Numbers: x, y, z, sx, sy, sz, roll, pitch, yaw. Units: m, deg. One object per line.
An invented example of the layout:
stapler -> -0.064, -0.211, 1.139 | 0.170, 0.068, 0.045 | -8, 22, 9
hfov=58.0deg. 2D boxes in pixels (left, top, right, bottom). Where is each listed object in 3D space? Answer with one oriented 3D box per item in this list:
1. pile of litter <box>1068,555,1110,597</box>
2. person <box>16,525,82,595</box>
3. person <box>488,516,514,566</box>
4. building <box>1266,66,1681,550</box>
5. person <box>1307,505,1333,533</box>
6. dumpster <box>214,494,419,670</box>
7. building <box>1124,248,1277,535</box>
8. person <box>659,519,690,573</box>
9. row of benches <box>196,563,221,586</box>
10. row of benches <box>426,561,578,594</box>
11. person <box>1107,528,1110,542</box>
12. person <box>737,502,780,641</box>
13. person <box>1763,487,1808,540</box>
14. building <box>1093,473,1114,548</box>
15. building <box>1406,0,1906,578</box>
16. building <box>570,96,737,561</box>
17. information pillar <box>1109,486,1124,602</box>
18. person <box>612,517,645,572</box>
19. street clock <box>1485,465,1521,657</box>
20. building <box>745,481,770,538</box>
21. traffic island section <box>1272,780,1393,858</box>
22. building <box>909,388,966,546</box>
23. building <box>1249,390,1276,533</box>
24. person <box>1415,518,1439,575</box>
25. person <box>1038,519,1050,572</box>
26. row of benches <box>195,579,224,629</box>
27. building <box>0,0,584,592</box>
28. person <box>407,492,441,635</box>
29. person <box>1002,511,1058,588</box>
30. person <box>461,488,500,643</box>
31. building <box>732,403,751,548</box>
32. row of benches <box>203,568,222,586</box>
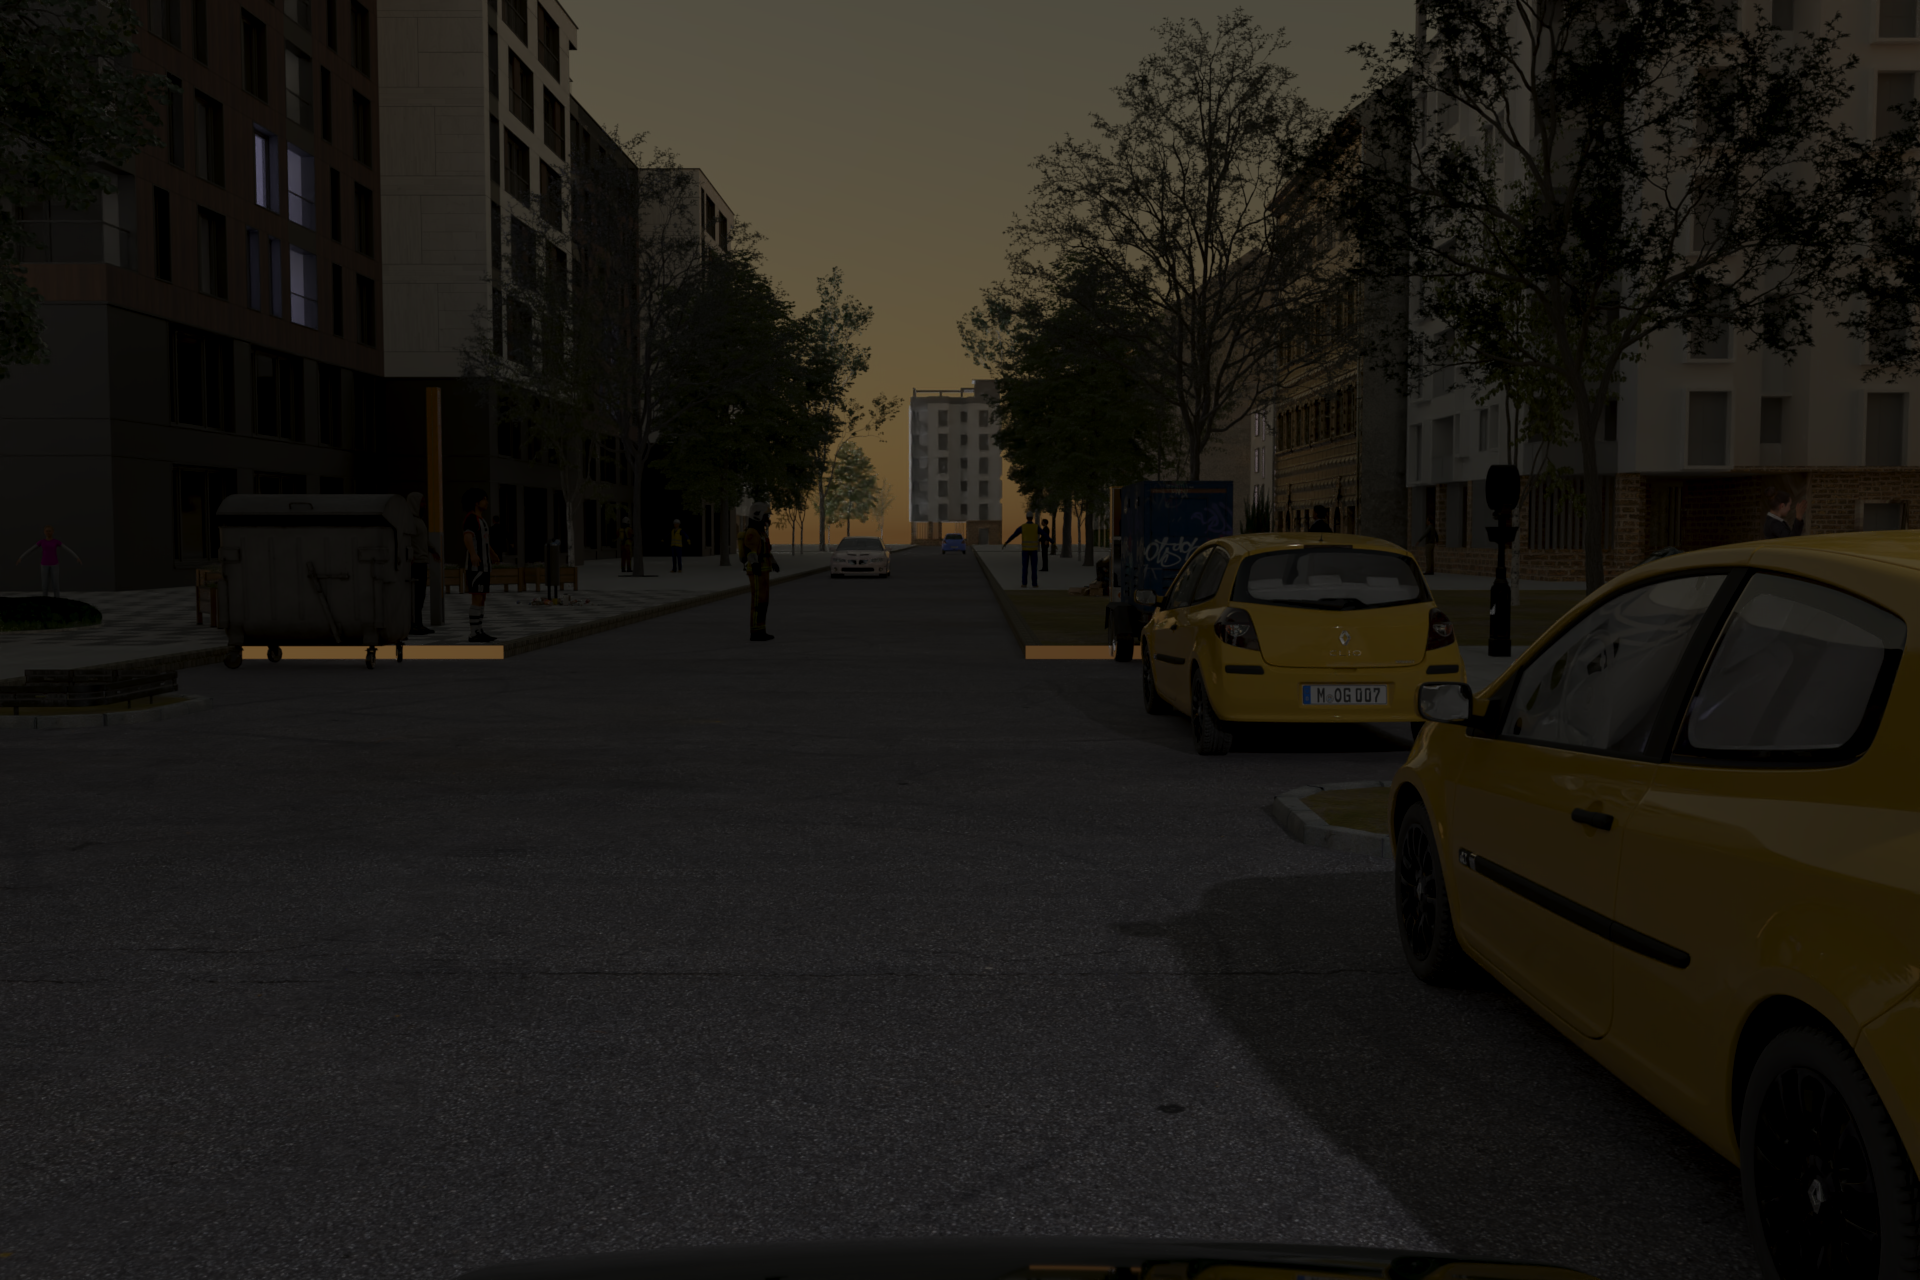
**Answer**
pile of litter -> 2.828, -1.358, 36.170 | 1.176, 0.858, 1.719 | 0, 4, 0
person -> -15.335, -1.217, 29.171 | 0.991, 1.433, 0.599 | -1, 4, -22
person -> -13.092, -2.606, 48.837 | 0.704, 1.802, 1.346 | 3, 4, 37
building -> 23.745, -14.684, 71.018 | 19.493, 23.208, 18.063 | 0, 4, 1
person -> 5.587, -1.263, 27.378 | 1.216, 1.740, 0.721 | -3, 5, -42
dumpster -> -6.944, -0.644, 18.745 | 1.865, 1.857, 1.264 | 0, 4, 0
building -> 22.682, -19.013, 141.796 | 19.493, 23.208, 18.063 | 0, 4, 1
person -> -9.484, -3.134, 57.700 | 1.216, 1.772, 0.721 | 2, 4, 26
row of benches -> -14.321, -1.248, 35.872 | 4.104, 0.672, 1.422 | 2, 4, 30
row of benches -> -10.264, -1.366, 37.791 | 1.422, 0.672, 4.104 | 3, 5, 44
person -> 5.094, -3.076, 56.066 | 0.705, 1.856, 1.354 | 0, 4, -3
person -> -2.673, -0.922, 23.307 | 0.705, 1.858, 1.354 | 0, 4, 6
person -> 7.773, -0.573, 16.216 | 0.445, 1.727, 0.742 | -1, 4, -12
building -> 21.968, -18.517, 169.204 | 16.747, 18.905, 31.486 | 0, 4, 0
building -> 20.747, -12.383, 58.884 | 16.016, 20.090, 11.380 | 0, 4, 0
building -> -28.454, -15.352, 94.979 | 27.936, 21.610, 32.646 | 0, 4, 0
information pillar -> 2.483, -1.369, 26.871 | 0.304, 2.012, 0.304 | 0, 4, -1
person -> -11.206, -3.209, 58.239 | 1.354, 1.858, 0.705 | 2, 4, 27
street clock -> 5.658, -0.828, 18.104 | 0.358, 2.002, 0.471 | 0, 3, 0
building -> -25.200, -19.185, 170.086 | 16.016, 20.090, 11.380 | 0, 4, 1
traffic island section -> 2.587, 0.880, 8.471 | 1.991, 0.108, 1.994 | 0, 4, 1
building -> -5.928, -21.814, 215.527 | 11.380, 20.090, 16.016 | 0, 4, -5
building -> 22.473, -9.325, 94.607 | 9.099, 9.664, 28.070 | 0, 4, 1
person -> 14.717, -2.941, 54.349 | 0.705, 1.796, 1.348 | 3, 5, 43
person -> 2.886, -3.260, 59.481 | 0.705, 1.806, 1.347 | -1, 4, -10
row of benches -> -9.423, -0.462, 23.016 | 1.422, 0.672, 4.104 | -2, 4, -34
building -> -29.309, -12.851, 54.095 | 27.936, 21.610, 32.646 | 0, 3, 0
person -> -6.917, -0.979, 22.133 | 0.705, 1.813, 1.348 | 0, 4, -2
person -> 1.675, -2.178, 41.580 | 1.349, 1.833, 0.705 | 0, 4, 3
person -> -5.705, -0.884, 20.596 | 0.704, 1.843, 1.345 | 0, 4, -5
building -> -24.570, -17.928, 149.540 | 16.016, 20.090, 11.380 | 0, 4, -1
row of benches -> -12.699, -1.055, 32.707 | 4.104, 0.672, 1.422 | 2, 4, 30
